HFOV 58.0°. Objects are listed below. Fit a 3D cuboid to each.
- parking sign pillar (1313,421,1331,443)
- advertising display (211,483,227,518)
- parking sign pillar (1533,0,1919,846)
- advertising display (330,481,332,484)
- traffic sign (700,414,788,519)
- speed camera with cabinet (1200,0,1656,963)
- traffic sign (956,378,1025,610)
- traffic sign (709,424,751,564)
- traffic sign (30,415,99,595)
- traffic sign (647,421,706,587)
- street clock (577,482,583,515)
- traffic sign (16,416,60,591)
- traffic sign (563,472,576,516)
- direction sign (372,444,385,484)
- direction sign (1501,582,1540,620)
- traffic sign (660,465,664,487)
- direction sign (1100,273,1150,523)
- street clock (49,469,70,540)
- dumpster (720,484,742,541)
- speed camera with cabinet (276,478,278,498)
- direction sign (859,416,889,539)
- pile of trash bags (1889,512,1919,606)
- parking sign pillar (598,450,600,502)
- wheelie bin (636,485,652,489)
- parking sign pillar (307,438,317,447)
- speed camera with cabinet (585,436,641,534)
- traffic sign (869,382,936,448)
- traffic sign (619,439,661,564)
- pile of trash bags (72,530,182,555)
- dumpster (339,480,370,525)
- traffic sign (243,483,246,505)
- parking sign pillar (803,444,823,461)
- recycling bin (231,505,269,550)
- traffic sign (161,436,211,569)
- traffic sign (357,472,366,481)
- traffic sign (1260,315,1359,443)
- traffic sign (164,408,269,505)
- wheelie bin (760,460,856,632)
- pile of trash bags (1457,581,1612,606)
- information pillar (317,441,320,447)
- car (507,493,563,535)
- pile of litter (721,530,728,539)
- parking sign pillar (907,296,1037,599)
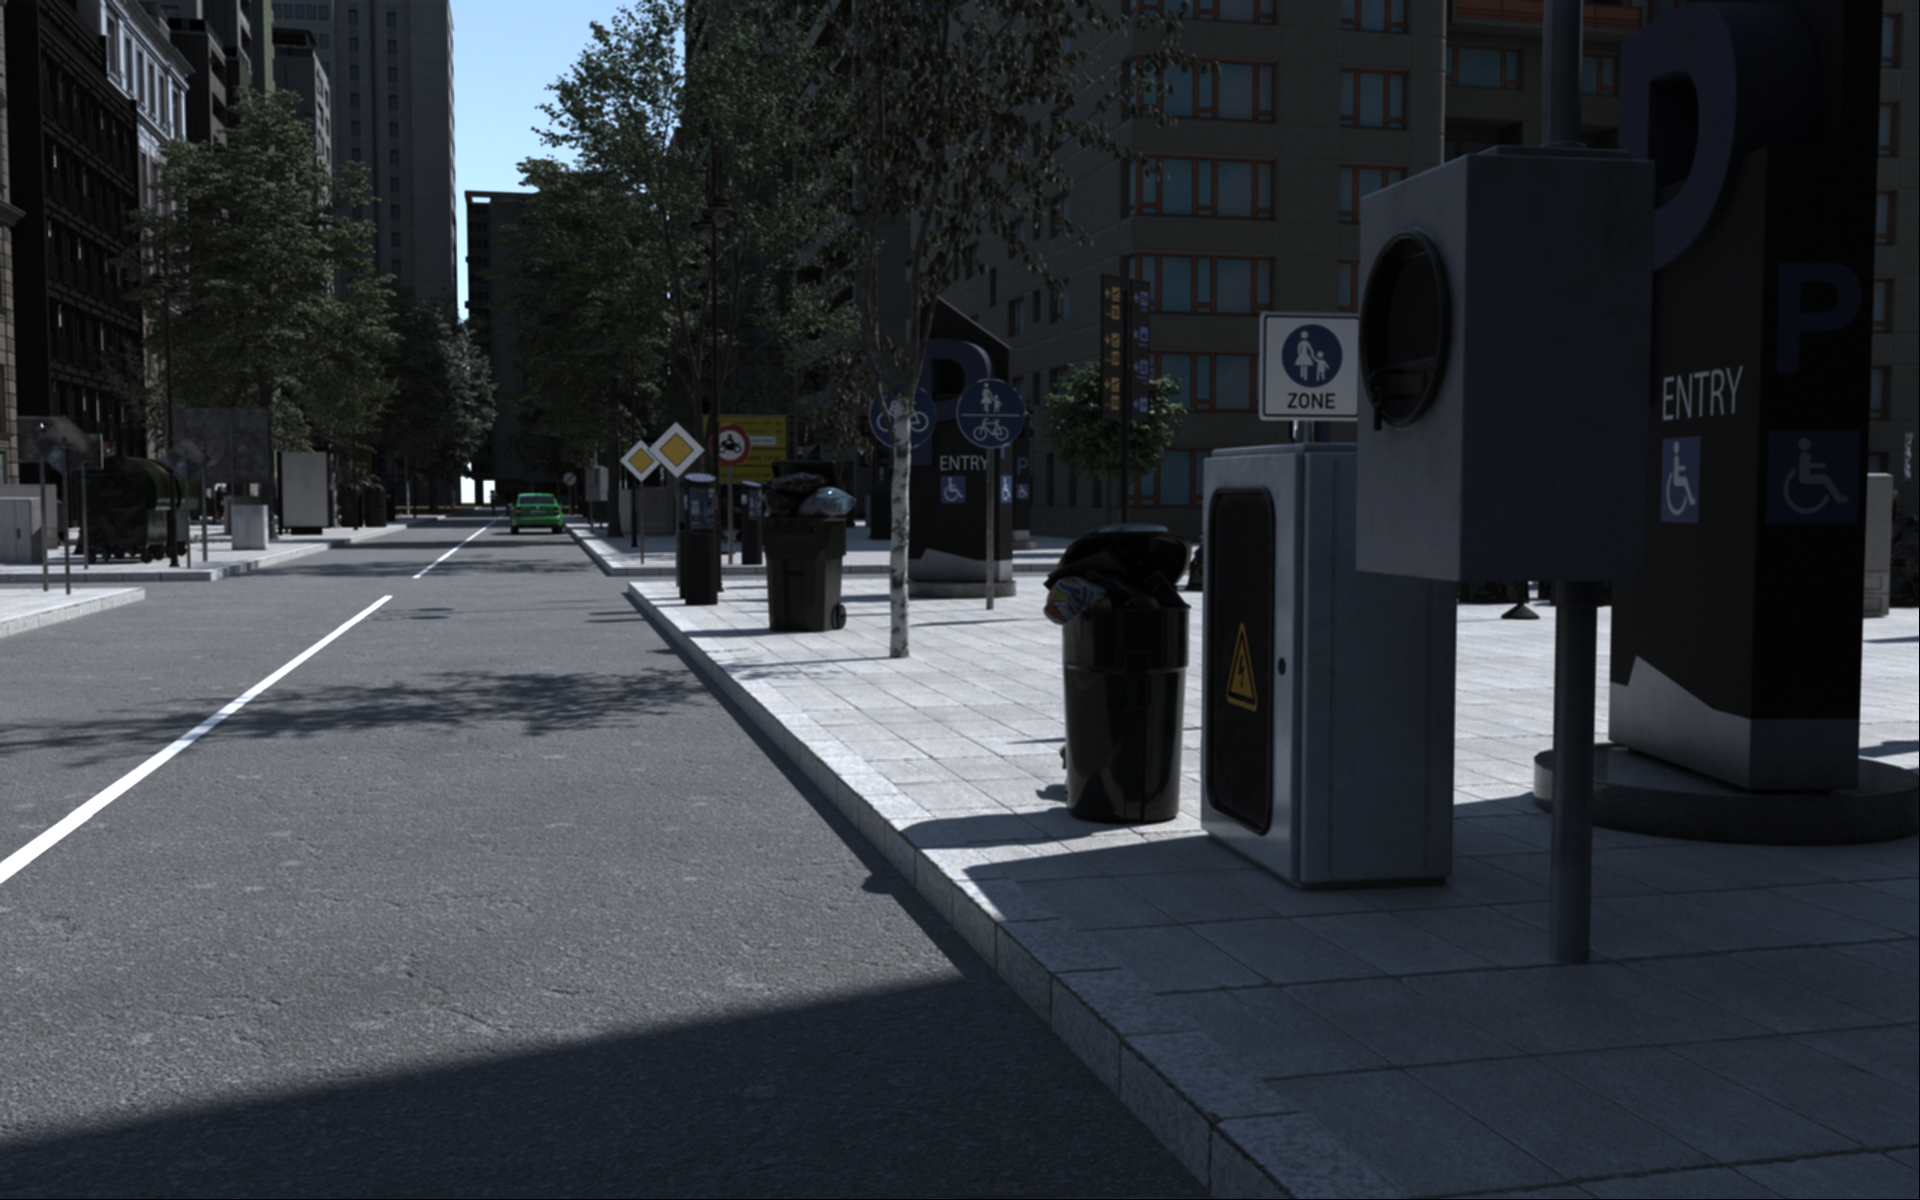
[{"bbox_3d":[8.867,-3.342,43.122,1.447,3.967,1.447,0,4,2],"label":"parking sign pillar"},{"bbox_3d":[-40.352,-5.454,94.381,0.123,1.923,0.974,2,4,27],"label":"advertising display"},{"bbox_3d":[3.085,-1.127,6.906,1.447,3.967,1.447,0,4,-2],"label":"parking sign pillar"},{"bbox_3d":[-29.660,-4.685,81.820,0.123,1.923,0.974,-2,4,-28],"label":"advertising display"},{"bbox_3d":[-5.550,-3.099,44.541,2.265,3.308,0.079,-1,4,-12],"label":"traffic sign"},{"bbox_3d":[1.352,-0.681,5.470,0.660,3.252,2.038,-1,4,-11],"label":"speed camera with cabinet"},{"bbox_3d":[0.334,-1.167,19.190,0.768,2.556,0.104,0,4,-8],"label":"traffic sign"},{"bbox_3d":[-4.202,-1.930,31.658,0.768,2.556,0.104,-1,4,-10],"label":"traffic sign"},{"bbox_3d":[-11.373,-1.125,22.034,0.795,2.450,0.064,-1,4,-14],"label":"traffic sign"},{"bbox_3d":[-3.898,-1.236,23.851,0.795,2.450,0.064,-1,4,-14],"label":"traffic sign"},{"bbox_3d":[-23.026,-6.159,105.276,0.471,2.002,0.358,-1,4,-20],"label":"street clock"},{"bbox_3d":[-12.084,-1.266,22.835,0.606,2.300,0.079,-1,4,-10],"label":"traffic sign"},{"bbox_3d":[-22.951,-6.223,101.856,0.768,2.556,0.104,0,4,-7],"label":"traffic sign"},{"bbox_3d":[-26.454,-5.309,78.805,0.379,3.537,0.876,1,4,17],"label":"direction sign"},{"bbox_3d":[5.784,-1.576,17.769,0.379,3.537,0.876,2,4,26],"label":"direction sign"},{"bbox_3d":[-12.860,-4.572,74.855,0.768,2.556,0.104,0,4,-7],"label":"traffic sign"},{"bbox_3d":[1.734,-1.603,18.204,0.379,3.537,0.876,3,5,39],"label":"direction sign"},{"bbox_3d":[-24.979,-2.662,48.095,0.471,2.002,0.358,-1,4,-19],"label":"street clock"},{"bbox_3d":[-6.293,-2.703,46.682,1.502,2.255,1.985,-1,4,-14],"label":"dumpster"},{"bbox_3d":[-35.462,-6.009,92.585,2.038,3.252,0.660,-3,5,-44],"label":"speed camera with cabinet"},{"bbox_3d":[-2.481,-3.549,50.018,0.876,3.537,0.379,1,4,17],"label":"direction sign"},{"bbox_3d":[12.138,-0.620,19.895,3.447,1.369,1.912,2,4,28],"label":"pile of trash bags"},{"bbox_3d":[-21.742,-7.095,104.475,1.447,3.967,1.447,-1,4,-21],"label":"parking sign pillar"},{"bbox_3d":[-10.791,-3.116,58.847,0.980,1.594,0.693,-2,4,-30],"label":"wheelie bin"},{"bbox_3d":[-26.411,-5.041,70.889,1.447,3.967,1.447,0,4,-4],"label":"parking sign pillar"},{"bbox_3d":[-11.364,-3.825,56.876,2.038,3.252,0.660,2,4,32],"label":"speed camera with cabinet"},{"bbox_3d":[-0.655,-1.202,19.751,0.768,2.556,0.104,0,4,-5],"label":"traffic sign"},{"bbox_3d":[-5.811,-1.710,31.605,0.795,2.450,0.064,-1,4,-14],"label":"traffic sign"},{"bbox_3d":[-18.038,-1.741,38.219,1.912,1.369,3.447,0,4,-4],"label":"pile of trash bags"},{"bbox_3d":[-24.419,-3.933,70.070,1.264,1.857,1.865,-1,4,-14],"label":"dumpster"},{"bbox_3d":[-17.211,-2.420,41.695,0.606,2.300,0.079,0,4,-4],"label":"traffic sign"},{"bbox_3d":[-8.011,-6.481,94.431,1.447,3.967,1.447,3,5,44],"label":"parking sign pillar"},{"bbox_3d":[-16.330,-1.669,39.837,0.722,1.027,0.722,-1,4,-16],"label":"recycling bin"},{"bbox_3d":[-13.287,-1.599,29.788,0.795,2.450,0.064,-1,4,-14],"label":"traffic sign"},{"bbox_3d":[-28.382,-4.923,81.671,0.795,2.450,0.064,0,4,-8],"label":"traffic sign"},{"bbox_3d":[1.972,-0.471,9.830,0.606,2.300,0.079,-1,4,-11],"label":"traffic sign"},{"bbox_3d":[-17.587,-2.885,41.038,2.265,3.308,0.079,-1,4,-13],"label":"traffic sign"},{"bbox_3d":[-1.443,-0.514,16.308,0.980,1.594,0.693,1,4,16],"label":"wheelie bin"},{"bbox_3d":[7.547,-0.666,20.650,3.447,1.369,1.912,1,4,20],"label":"pile of trash bags"},{"bbox_3d":[-28.364,-5.215,76.627,0.183,3.616,0.504,-2,4,-25],"label":"information pillar"},{"bbox_3d":[-15.410,-3.308,62.883,1.959,1.807,4.718,-1,4,-16],"label":"car"},{"bbox_3d":[-7.220,-2.184,49.680,1.176,0.858,1.719,-1,4,-13],"label":"pile of litter"},{"bbox_3d":[-0.006,-2.040,21.829,1.447,3.967,1.447,2,4,26],"label":"parking sign pillar"}]
